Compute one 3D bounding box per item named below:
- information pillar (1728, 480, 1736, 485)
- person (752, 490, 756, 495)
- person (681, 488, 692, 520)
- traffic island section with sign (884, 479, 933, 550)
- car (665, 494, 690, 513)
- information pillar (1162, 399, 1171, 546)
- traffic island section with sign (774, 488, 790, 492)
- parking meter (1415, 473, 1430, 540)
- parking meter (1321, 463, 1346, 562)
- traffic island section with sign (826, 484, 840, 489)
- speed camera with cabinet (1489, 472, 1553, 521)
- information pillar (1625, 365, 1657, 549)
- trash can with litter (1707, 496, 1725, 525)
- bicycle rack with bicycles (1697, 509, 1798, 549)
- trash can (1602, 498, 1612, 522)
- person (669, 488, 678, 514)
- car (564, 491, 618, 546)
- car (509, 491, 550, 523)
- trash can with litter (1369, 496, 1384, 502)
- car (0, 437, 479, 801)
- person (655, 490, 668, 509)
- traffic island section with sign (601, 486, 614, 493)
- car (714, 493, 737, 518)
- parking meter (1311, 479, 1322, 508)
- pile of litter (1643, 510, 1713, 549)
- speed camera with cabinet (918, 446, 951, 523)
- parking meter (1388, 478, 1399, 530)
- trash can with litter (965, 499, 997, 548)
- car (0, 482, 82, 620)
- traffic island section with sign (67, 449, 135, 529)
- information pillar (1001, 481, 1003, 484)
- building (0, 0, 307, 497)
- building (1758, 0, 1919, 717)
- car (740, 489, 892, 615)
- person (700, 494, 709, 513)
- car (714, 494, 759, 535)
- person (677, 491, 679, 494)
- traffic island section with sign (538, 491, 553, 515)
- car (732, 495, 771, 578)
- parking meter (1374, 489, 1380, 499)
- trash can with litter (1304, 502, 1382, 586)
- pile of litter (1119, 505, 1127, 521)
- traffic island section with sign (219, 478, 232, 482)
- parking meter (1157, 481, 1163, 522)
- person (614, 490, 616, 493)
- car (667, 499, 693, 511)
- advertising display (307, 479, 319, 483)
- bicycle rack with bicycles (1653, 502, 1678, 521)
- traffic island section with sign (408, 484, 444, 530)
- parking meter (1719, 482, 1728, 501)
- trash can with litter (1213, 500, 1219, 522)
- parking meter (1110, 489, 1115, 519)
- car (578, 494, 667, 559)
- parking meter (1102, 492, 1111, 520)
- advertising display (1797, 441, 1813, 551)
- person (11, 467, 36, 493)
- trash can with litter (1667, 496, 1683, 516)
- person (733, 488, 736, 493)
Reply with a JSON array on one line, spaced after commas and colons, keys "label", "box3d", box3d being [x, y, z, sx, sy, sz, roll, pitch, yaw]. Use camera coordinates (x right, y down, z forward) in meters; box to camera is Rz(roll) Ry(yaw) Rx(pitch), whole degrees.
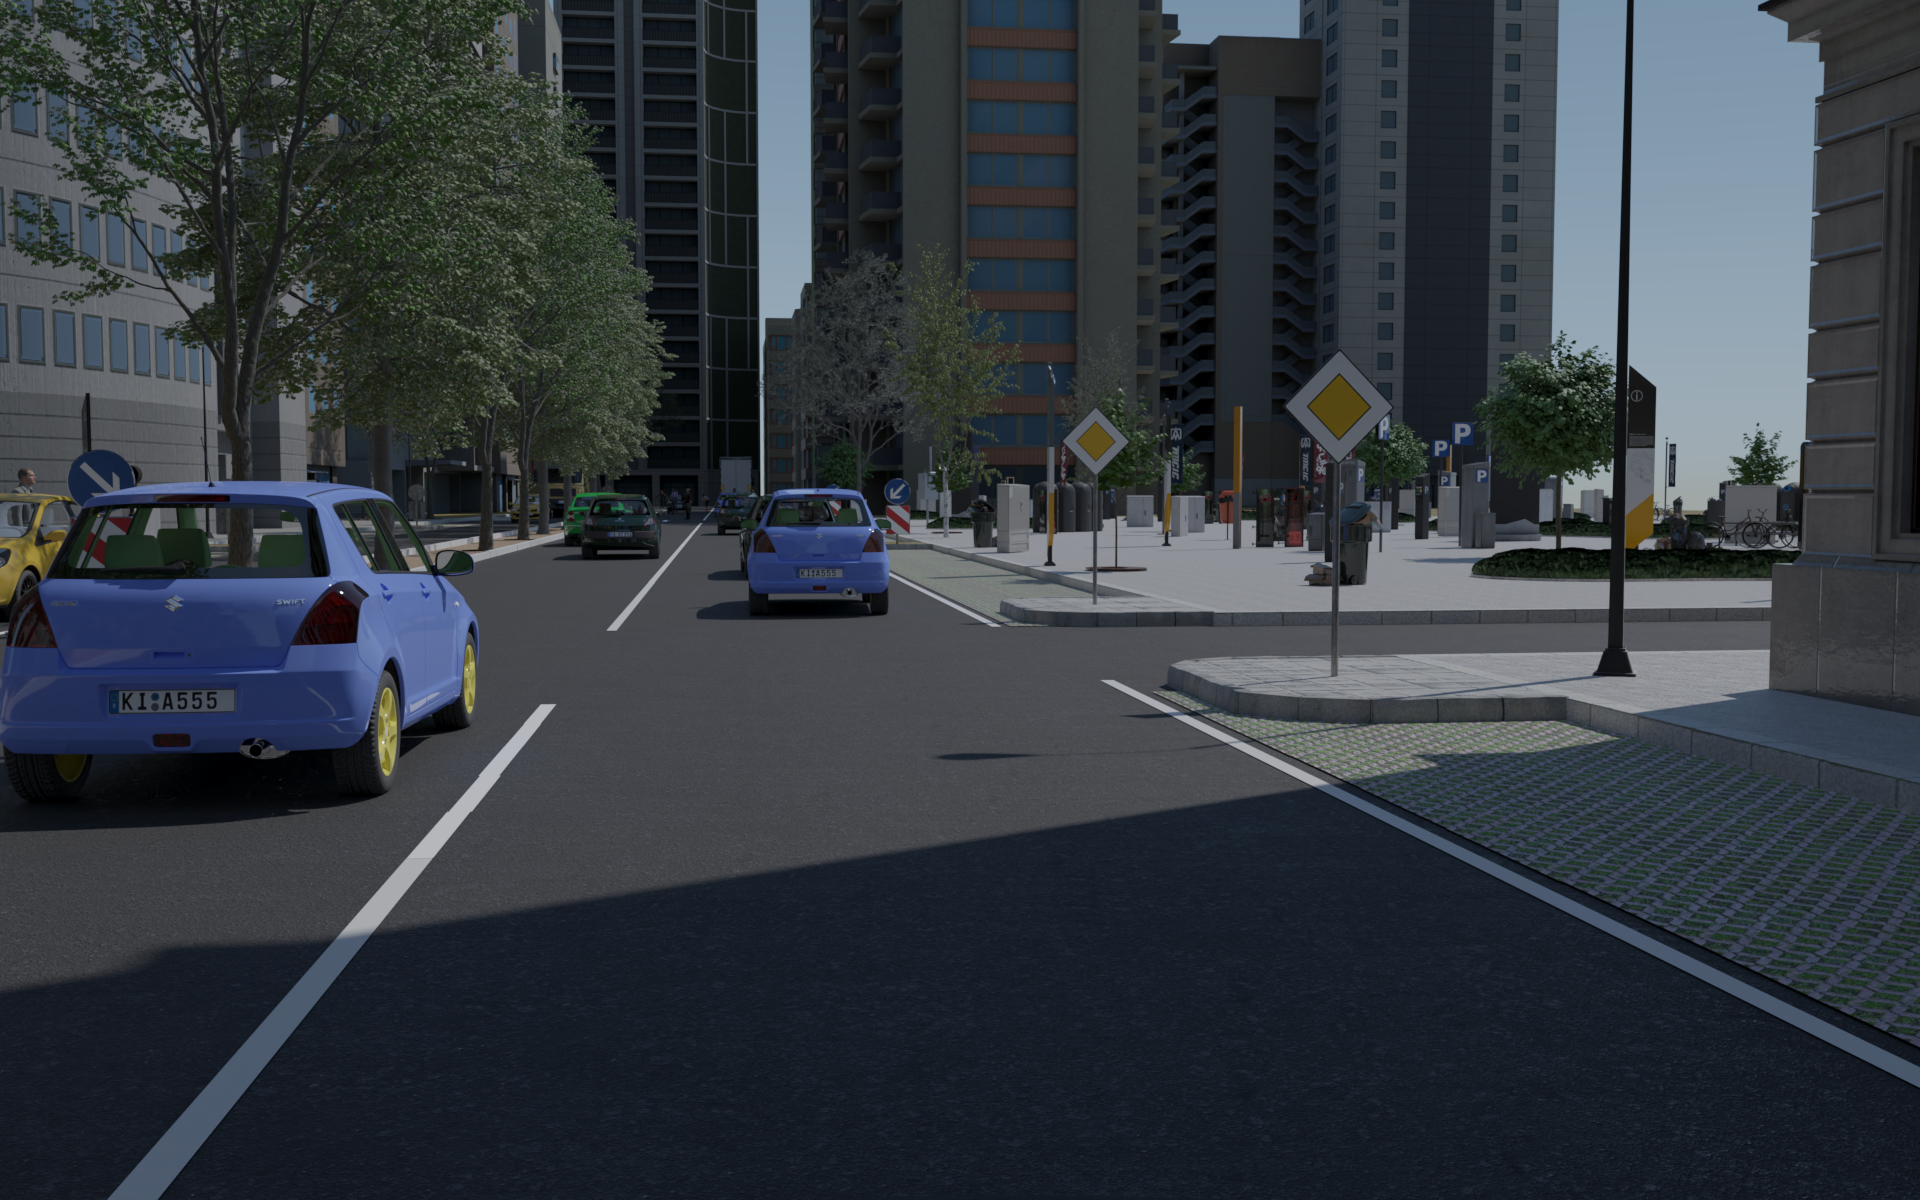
[{"label": "information pillar", "box3d": [40.505, -5.287, 90.937, 0.304, 2.012, 0.304, 0, 4, -8]}, {"label": "person", "box3d": [-20.447, -9.917, 170.724, 1.350, 1.814, 0.705, -2, 4, -35]}, {"label": "person", "box3d": [-15.378, -5.402, 97.338, 0.721, 1.766, 1.217, -3, 4, -36]}, {"label": "traffic island section with sign", "box3d": [-1.805, -2.230, 45.096, 1.989, 1.847, 2.006, 0, 4, -8]}, {"label": "car", "box3d": [-21.275, -7.410, 130.946, 2.009, 1.686, 4.222, -1, 4, -9]}, {"label": "information pillar", "box3d": [5.093, -3.128, 42.492, 0.183, 3.616, 0.504, 0, 4, -2]}, {"label": "traffic island section with sign", "box3d": [-15.726, -8.532, 148.121, 1.989, 1.847, 2.006, 0, 4, -8]}, {"label": "parking meter", "box3d": [13.063, -2.646, 48.968, 0.399, 1.863, 0.255, -3, 5, -43]}, {"label": "parking meter", "box3d": [7.073, -1.648, 32.660, 0.255, 1.863, 0.399, 3, 4, 38]}, {"label": "traffic island section with sign", "box3d": [-5.411, -3.864, 71.809, 1.989, 1.847, 2.006, 0, 4, -8]}, {"label": "speed camera with cabinet", "box3d": [18.491, -3.843, 57.175, 2.038, 3.252, 0.660, 0, 4, -5]}, {"label": "information pillar", "box3d": [12.342, -2.452, 31.446, 0.504, 3.616, 0.183, 1, 4, 12]}, {"label": "trash can with litter", "box3d": [23.770, -2.716, 55.458, 2.233, 1.210, 1.678, 1, 4, 17]}, {"label": "bicycle rack with bicycles", "box3d": [19.373, -1.704, 41.241, 2.925, 0.926, 2.852, 3, 4, 37]}, {"label": "trash can", "box3d": [26.169, -3.548, 69.658, 0.748, 1.137, 0.748, 0, 3, 0]}, {"label": "person", "box3d": [-20.408, -7.021, 123.163, 0.709, 1.838, 0.599, 2, 4, 30]}, {"label": "car", "box3d": [-10.203, -2.472, 49.207, 1.959, 1.807, 4.718, 0, 4, -7]}, {"label": "car", "box3d": [-21.537, -4.686, 86.841, 2.015, 1.641, 3.980, -1, 4, -9]}, {"label": "trash can with litter", "box3d": [13.870, -2.961, 59.466, 2.233, 1.210, 1.678, 0, 4, -4]}, {"label": "car", "box3d": [-3.704, 0.009, 9.446, 1.945, 1.707, 3.694, 0, 4, -7]}, {"label": "person", "box3d": [-28.901, -9.743, 167.814, 1.348, 1.821, 0.705, 1, 4, 10]}, {"label": "traffic island section with sign", "box3d": [-18.942, -5.180, 92.830, 2.006, 1.907, 1.989, 0, 4, -8]}, {"label": "car", "box3d": [-14.235, -5.951, 106.886, 1.945, 1.707, 3.694, 0, 4, -6]}, {"label": "parking meter", "box3d": [11.530, -3.066, 55.834, 0.255, 1.863, 0.399, -3, 5, -44]}, {"label": "pile of litter", "box3d": [16.486, -1.577, 39.755, 1.719, 0.858, 1.176, 3, 5, 44]}, {"label": "speed camera with cabinet", "box3d": [-0.748, -4.781, 72.511, 2.038, 3.252, 0.660, -2, 4, -33]}, {"label": "parking meter", "box3d": [15.601, -3.464, 62.350, 0.255, 1.863, 0.399, -1, 4, -11]}, {"label": "trash can with litter", "box3d": [0.682, -1.853, 41.683, 0.624, 1.170, 1.055, 3, 5, 44]}, {"label": "car", "box3d": [-11.466, -0.637, 20.635, 2.015, 1.641, 3.980, 0, 4, -6]}, {"label": "traffic island section with sign", "box3d": [-8.865, -0.626, 18.368, 2.006, 1.907, 1.989, 0, 4, -8]}, {"label": "information pillar", "box3d": [2.467, -5.512, 94.619, 0.304, 2.012, 0.304, -3, 5, -42]}, {"label": "building", "box3d": [-34.215, -31.144, 51.206, 21.231, 58.520, 28.212, 0, 4, -8]}, {"label": "building", "box3d": [11.211, -8.432, 2.494, 10.561, 19.102, 19.286, 0, 4, -8]}, {"label": "car", "box3d": [-1.809, -0.749, 21.841, 1.945, 1.707, 3.694, 0, 4, -6]}, {"label": "person", "box3d": [-19.028, -7.185, 129.158, 0.628, 1.438, 0.799, 0, 4, -5]}, {"label": "car", "box3d": [-7.761, -3.175, 61.706, 2.009, 1.686, 4.222, 0, 4, -7]}, {"label": "person", "box3d": [-26.227, -9.266, 160.722, 1.217, 1.743, 0.721, -2, 4, -25]}, {"label": "traffic island section with sign", "box3d": [-28.576, -6.735, 118.742, 1.989, 1.847, 2.006, 0, 4, -8]}, {"label": "car", "box3d": [-3.037, -1.292, 30.909, 2.009, 1.686, 4.222, -1, 4, -9]}, {"label": "parking meter", "box3d": [21.000, -4.813, 87.101, 0.372, 1.533, 0.369, 0, 3, 0]}, {"label": "trash can with litter", "box3d": [5.390, -0.796, 24.402, 1.055, 1.170, 0.624, -3, 4, -37]}, {"label": "pile of litter", "box3d": [8.389, -4.245, 83.365, 1.176, 0.858, 1.719, -1, 4, -20]}, {"label": "traffic island section with sign", "box3d": [-18.374, -2.118, 43.261, 1.989, 1.847, 2.006, 0, 4, -8]}, {"label": "parking meter", "box3d": [9.344, -4.563, 80.315, 0.255, 1.863, 0.399, 2, 4, 29]}, {"label": "person", "box3d": [-29.865, -8.621, 149.471, 0.705, 1.822, 1.348, 0, 4, -7]}, {"label": "car", "box3d": [-23.046, -7.970, 142.113, 2.131, 1.459, 4.920, 0, 4, -6]}, {"label": "advertising display", "box3d": [-28.224, -4.292, 75.394, 0.974, 1.923, 0.123, 2, 4, 34]}, {"label": "bicycle rack with bicycles", "box3d": [33.060, -4.287, 83.479, 2.925, 0.926, 2.852, 1, 4, 13]}, {"label": "traffic island section with sign", "box3d": [-21.978, -3.752, 69.976, 1.989, 1.847, 2.006, 0, 4, -8]}, {"label": "parking meter", "box3d": [38.062, -4.932, 86.351, 0.399, 1.863, 0.255, 2, 4, 33]}, {"label": "trash can with litter", "box3d": [11.602, -4.096, 78.362, 1.055, 1.170, 0.624, 3, 5, 43]}, {"label": "parking meter", "box3d": [7.908, -4.971, 89.693, 0.372, 1.533, 0.369, 0, 3, 0]}, {"label": "car", "box3d": [-7.715, -1.821, 39.561, 2.009, 1.686, 4.222, -1, 4, -9]}, {"label": "parking meter", "box3d": [7.347, -4.961, 86.817, 0.399, 1.863, 0.255, -2, 4, -27]}, {"label": "advertising display", "box3d": [10.698, -0.997, 21.514, 0.974, 1.923, 0.123, -3, 5, -39]}, {"label": "person", "box3d": [-13.227, -0.979, 24.612, 0.767, 1.812, 0.694, -1, 4, -11]}, {"label": "trash can with litter", "box3d": [41.709, -5.497, 101.266, 1.055, 1.170, 0.624, 1, 4, 20]}, {"label": "person", "box3d": [-15.061, -6.570, 115.859, 1.348, 1.831, 0.705, -3, 5, -39]}]
